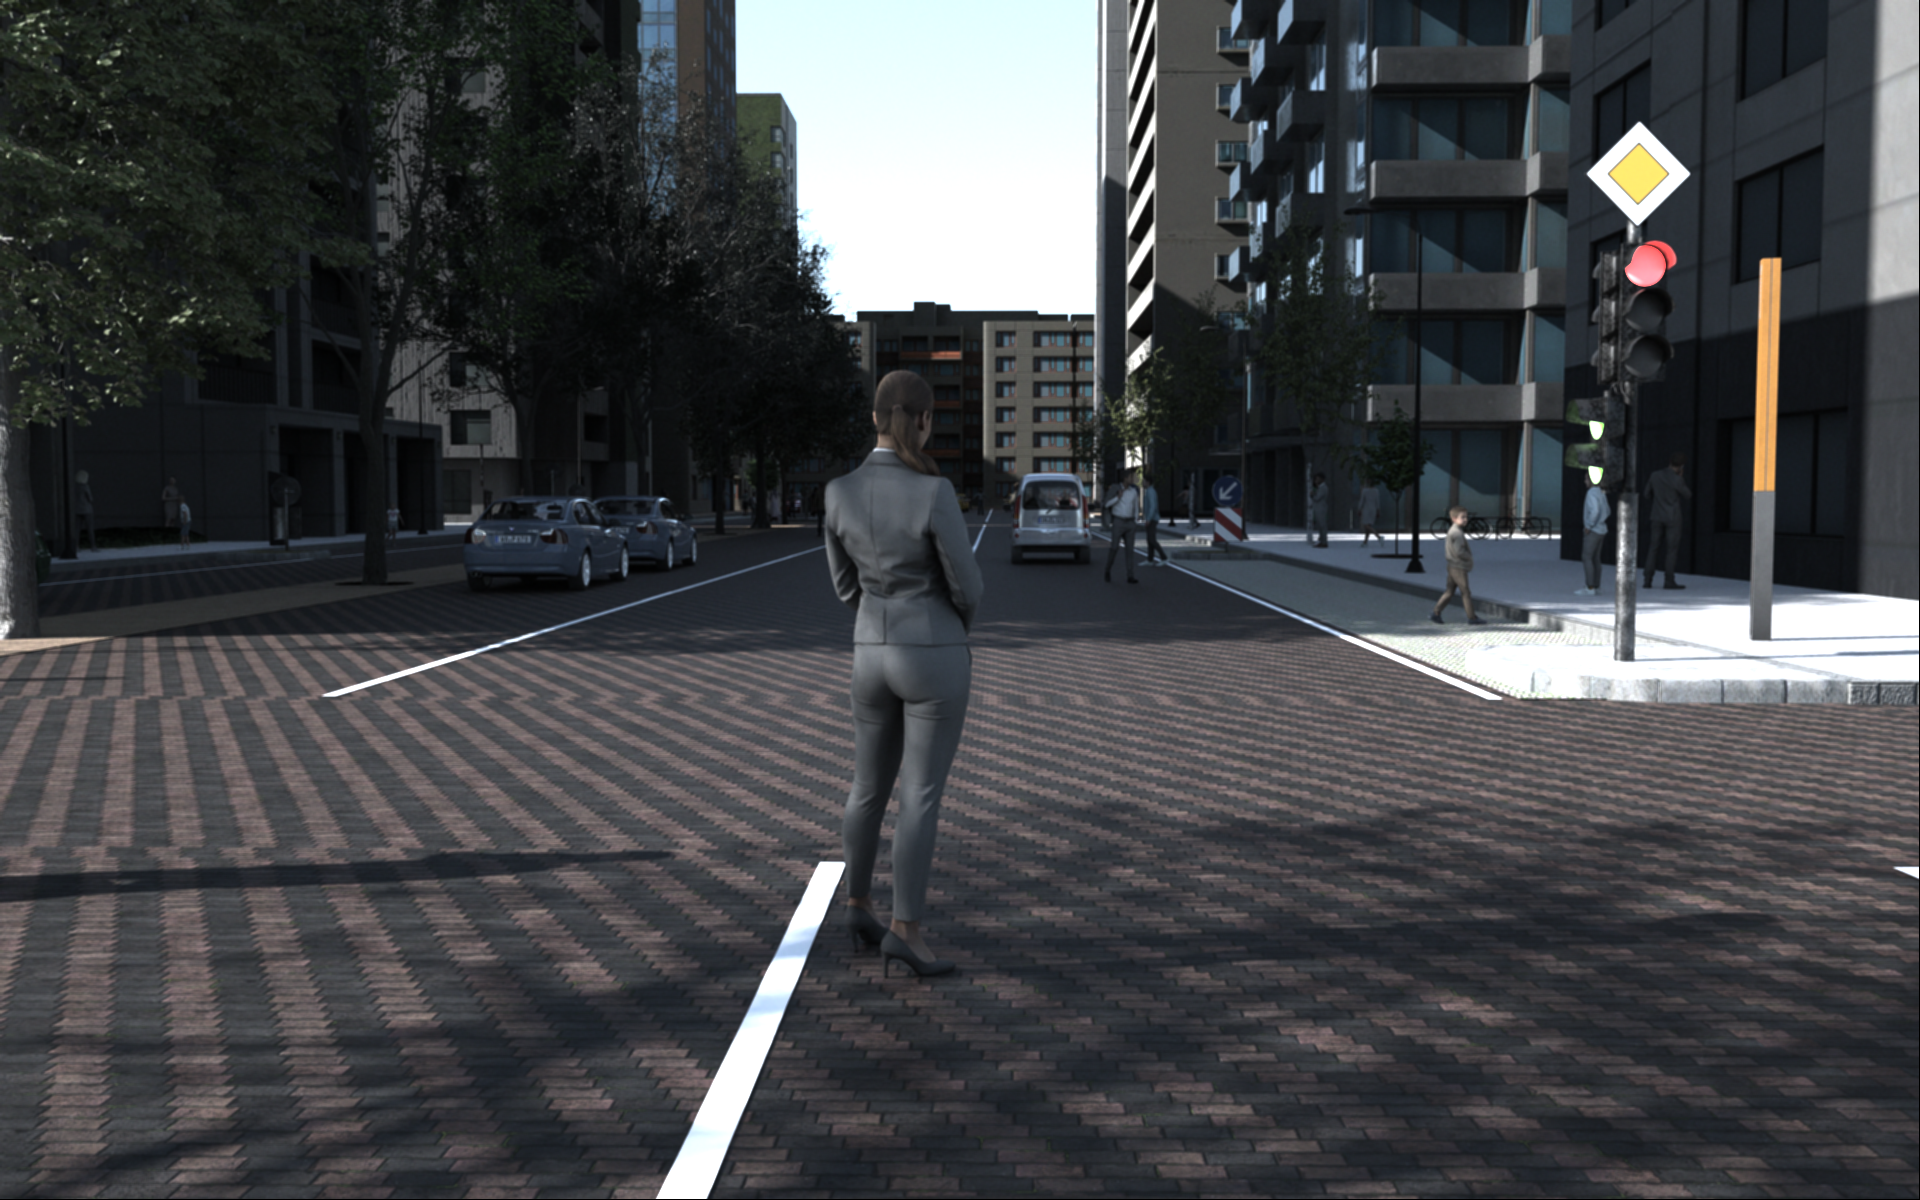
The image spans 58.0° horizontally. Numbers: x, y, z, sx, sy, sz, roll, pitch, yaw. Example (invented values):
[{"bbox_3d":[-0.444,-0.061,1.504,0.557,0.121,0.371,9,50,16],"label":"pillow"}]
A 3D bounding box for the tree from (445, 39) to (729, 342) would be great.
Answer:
[{"bbox_3d":[-8.679,-8.199,46.874,12.009,13.543,11.850,0,3,0],"label":"tree"}]

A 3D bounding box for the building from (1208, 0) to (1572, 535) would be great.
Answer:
[{"bbox_3d":[22.691,-27.352,66.811,23.786,49.044,30.456,0,4,1],"label":"building"}]

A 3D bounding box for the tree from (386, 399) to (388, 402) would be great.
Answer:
[{"bbox_3d":[-25.468,-7.395,71.273,4.360,8.622,3.978,0,3,0],"label":"tree"}]

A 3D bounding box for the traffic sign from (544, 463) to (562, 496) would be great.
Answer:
[{"bbox_3d":[-16.435,-4.272,69.956,0.768,2.556,0.104,1,4,9],"label":"traffic sign"}]

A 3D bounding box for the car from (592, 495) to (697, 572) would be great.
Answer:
[{"bbox_3d":[-6.202,-1.301,33.282,2.014,1.417,4.499,0,4,1],"label":"car"}]

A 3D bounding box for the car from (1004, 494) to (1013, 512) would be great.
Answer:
[{"bbox_3d":[4.541,-8.017,141.301,2.015,1.641,3.980,0,4,3],"label":"car"}]

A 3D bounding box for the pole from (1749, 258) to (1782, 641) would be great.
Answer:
[{"bbox_3d":[7.024,-1.300,15.106,0.158,3.312,0.155,0,3,0],"label":"pole"}]

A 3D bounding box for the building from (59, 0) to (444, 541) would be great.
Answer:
[{"bbox_3d":[-28.704,-37.741,55.319,20.563,71.187,20.611,0,4,1],"label":"building"}]

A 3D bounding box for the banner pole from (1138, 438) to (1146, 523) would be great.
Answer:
[{"bbox_3d":[8.247,-5.358,77.618,0.401,3.779,0.863,1,4,15],"label":"banner pole"}]

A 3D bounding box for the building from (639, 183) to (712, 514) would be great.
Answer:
[{"bbox_3d":[-31.143,-15.826,103.794,27.650,21.520,28.899,0,4,1],"label":"building"}]

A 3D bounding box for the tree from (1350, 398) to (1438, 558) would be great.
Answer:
[{"bbox_3d":[8.699,-2.469,34.965,1.663,3.219,1.824,0,3,0],"label":"tree"}]

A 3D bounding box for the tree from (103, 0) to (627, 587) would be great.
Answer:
[{"bbox_3d":[-9.073,-6.024,26.700,9.928,11.665,9.643,0,3,0],"label":"tree"}]

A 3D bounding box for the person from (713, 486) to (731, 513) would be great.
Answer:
[{"bbox_3d":[-15.811,-6.691,115.435,1.348,1.824,0.705,1,4,19],"label":"person"}]

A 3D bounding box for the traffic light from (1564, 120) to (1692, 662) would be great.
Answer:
[{"bbox_3d":[5.091,-1.486,13.209,0.839,4.253,0.868,0,4,1],"label":"traffic light"}]

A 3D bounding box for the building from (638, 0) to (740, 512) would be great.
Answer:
[{"bbox_3d":[-23.933,-29.010,124.421,14.600,45.320,14.200,0,4,1],"label":"building"}]

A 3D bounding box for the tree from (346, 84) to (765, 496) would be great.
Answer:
[{"bbox_3d":[-9.157,-6.129,37.085,8.767,10.594,7.601,0,4,1],"label":"tree"}]

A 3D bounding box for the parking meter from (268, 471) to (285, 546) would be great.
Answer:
[{"bbox_3d":[-16.942,-2.282,43.027,0.399,1.863,0.255,0,4,-4],"label":"parking meter"}]

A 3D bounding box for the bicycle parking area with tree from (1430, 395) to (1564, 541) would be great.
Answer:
[{"bbox_3d":[18.093,-3.672,47.045,9.016,4.147,8.231,0,4,-6],"label":"bicycle parking area with tree"}]

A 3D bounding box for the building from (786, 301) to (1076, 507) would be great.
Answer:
[{"bbox_3d":[-2.813,-20.923,187.135,28.899,21.520,27.650,0,4,1],"label":"building"}]

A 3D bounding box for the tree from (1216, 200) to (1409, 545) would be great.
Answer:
[{"bbox_3d":[8.868,-5.685,43.307,4.737,8.622,4.395,0,3,0],"label":"tree"}]

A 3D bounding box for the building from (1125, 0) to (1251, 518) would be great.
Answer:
[{"bbox_3d":[21.399,-29.314,102.991,21.300,48.544,21.600,0,4,1],"label":"building"}]

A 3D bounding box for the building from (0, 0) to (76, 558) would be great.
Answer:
[{"bbox_3d":[-29.149,-24.488,24.085,21.300,48.544,21.600,0,4,1],"label":"building"}]

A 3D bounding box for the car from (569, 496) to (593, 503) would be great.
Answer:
[{"bbox_3d":[-11.196,-2.227,48.781,2.083,1.381,4.827,0,3,0],"label":"car"}]

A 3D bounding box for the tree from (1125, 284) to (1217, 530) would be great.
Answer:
[{"bbox_3d":[8.174,-6.785,61.290,4.737,8.622,4.395,0,3,0],"label":"tree"}]

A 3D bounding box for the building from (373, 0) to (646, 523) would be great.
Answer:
[{"bbox_3d":[-23.362,-18.965,81.781,14.160,30.474,14.107,0,4,1],"label":"building"}]

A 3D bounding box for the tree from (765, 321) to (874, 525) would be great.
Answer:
[{"bbox_3d":[-8.106,-8.790,80.594,8.767,10.594,7.601,0,4,1],"label":"tree"}]

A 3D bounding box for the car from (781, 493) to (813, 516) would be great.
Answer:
[{"bbox_3d":[-10.669,-6.423,114.064,2.155,1.783,4.494,0,4,2],"label":"car"}]

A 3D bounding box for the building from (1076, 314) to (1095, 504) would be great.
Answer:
[{"bbox_3d":[26.314,-20.884,186.497,28.899,21.520,27.650,0,4,1],"label":"building"}]

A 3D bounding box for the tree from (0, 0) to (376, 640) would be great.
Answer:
[{"bbox_3d":[-9.451,-5.910,17.218,7.486,12.596,7.792,0,3,0],"label":"tree"}]

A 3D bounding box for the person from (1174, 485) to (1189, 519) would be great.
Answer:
[{"bbox_3d":[11.747,-5.118,90.430,1.217,1.736,0.721,-1,4,-19],"label":"person"}]

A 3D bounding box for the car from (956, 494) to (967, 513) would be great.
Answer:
[{"bbox_3d":[-0.454,-7.617,134.766,2.015,1.641,3.980,0,4,-1],"label":"car"}]

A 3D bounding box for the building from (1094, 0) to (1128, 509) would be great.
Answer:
[{"bbox_3d":[22.088,-37.071,148.114,21.231,58.520,28.212,0,4,1],"label":"building"}]

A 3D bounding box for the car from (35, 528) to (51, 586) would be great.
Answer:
[{"bbox_3d":[-13.017,-0.565,21.031,2.131,1.459,4.920,0,4,1],"label":"car"}]

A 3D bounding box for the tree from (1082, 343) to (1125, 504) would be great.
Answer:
[{"bbox_3d":[8.549,-8.081,82.494,4.737,8.622,4.395,0,3,0],"label":"tree"}]

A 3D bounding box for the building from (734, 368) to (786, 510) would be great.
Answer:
[{"bbox_3d":[-31.508,-18.671,150.304,28.899,21.520,27.650,0,4,1],"label":"building"}]

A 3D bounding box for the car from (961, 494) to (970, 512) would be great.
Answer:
[{"bbox_3d":[-0.169,-7.944,140.104,2.015,1.641,3.980,0,4,-1],"label":"car"}]

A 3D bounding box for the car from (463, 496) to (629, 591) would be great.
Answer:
[{"bbox_3d":[-6.391,-0.918,27.005,2.014,1.417,4.499,0,4,1],"label":"car"}]

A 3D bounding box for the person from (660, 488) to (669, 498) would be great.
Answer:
[{"bbox_3d":[-16.952,-5.620,99.393,0.415,1.643,0.593,2,4,32],"label":"person"}]

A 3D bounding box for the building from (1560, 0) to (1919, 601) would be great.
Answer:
[{"bbox_3d":[21.761,-35.674,21.521,20.611,71.187,20.563,0,4,1],"label":"building"}]

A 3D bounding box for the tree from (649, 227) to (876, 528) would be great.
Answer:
[{"bbox_3d":[-8.272,-9.320,71.841,9.611,12.733,9.660,0,3,0],"label":"tree"}]

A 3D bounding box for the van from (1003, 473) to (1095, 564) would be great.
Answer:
[{"bbox_3d":[1.912,-1.834,36.999,2.013,2.044,4.112,0,4,2],"label":"van"}]

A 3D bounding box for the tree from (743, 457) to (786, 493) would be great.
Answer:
[{"bbox_3d":[-15.343,-9.323,136.139,4.285,4.588,4.351,0,3,0],"label":"tree"}]

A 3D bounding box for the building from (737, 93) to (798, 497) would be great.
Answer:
[{"bbox_3d":[-24.453,-30.375,180.223,14.086,41.232,14.154,0,4,1],"label":"building"}]

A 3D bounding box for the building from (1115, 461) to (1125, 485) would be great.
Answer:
[{"bbox_3d":[22.223,-41.902,123.352,20.563,71.187,20.611,0,4,1],"label":"building"}]

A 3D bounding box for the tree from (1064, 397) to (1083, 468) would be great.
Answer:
[{"bbox_3d":[9.831,-10.988,130.010,4.737,8.622,4.395,0,3,0],"label":"tree"}]
